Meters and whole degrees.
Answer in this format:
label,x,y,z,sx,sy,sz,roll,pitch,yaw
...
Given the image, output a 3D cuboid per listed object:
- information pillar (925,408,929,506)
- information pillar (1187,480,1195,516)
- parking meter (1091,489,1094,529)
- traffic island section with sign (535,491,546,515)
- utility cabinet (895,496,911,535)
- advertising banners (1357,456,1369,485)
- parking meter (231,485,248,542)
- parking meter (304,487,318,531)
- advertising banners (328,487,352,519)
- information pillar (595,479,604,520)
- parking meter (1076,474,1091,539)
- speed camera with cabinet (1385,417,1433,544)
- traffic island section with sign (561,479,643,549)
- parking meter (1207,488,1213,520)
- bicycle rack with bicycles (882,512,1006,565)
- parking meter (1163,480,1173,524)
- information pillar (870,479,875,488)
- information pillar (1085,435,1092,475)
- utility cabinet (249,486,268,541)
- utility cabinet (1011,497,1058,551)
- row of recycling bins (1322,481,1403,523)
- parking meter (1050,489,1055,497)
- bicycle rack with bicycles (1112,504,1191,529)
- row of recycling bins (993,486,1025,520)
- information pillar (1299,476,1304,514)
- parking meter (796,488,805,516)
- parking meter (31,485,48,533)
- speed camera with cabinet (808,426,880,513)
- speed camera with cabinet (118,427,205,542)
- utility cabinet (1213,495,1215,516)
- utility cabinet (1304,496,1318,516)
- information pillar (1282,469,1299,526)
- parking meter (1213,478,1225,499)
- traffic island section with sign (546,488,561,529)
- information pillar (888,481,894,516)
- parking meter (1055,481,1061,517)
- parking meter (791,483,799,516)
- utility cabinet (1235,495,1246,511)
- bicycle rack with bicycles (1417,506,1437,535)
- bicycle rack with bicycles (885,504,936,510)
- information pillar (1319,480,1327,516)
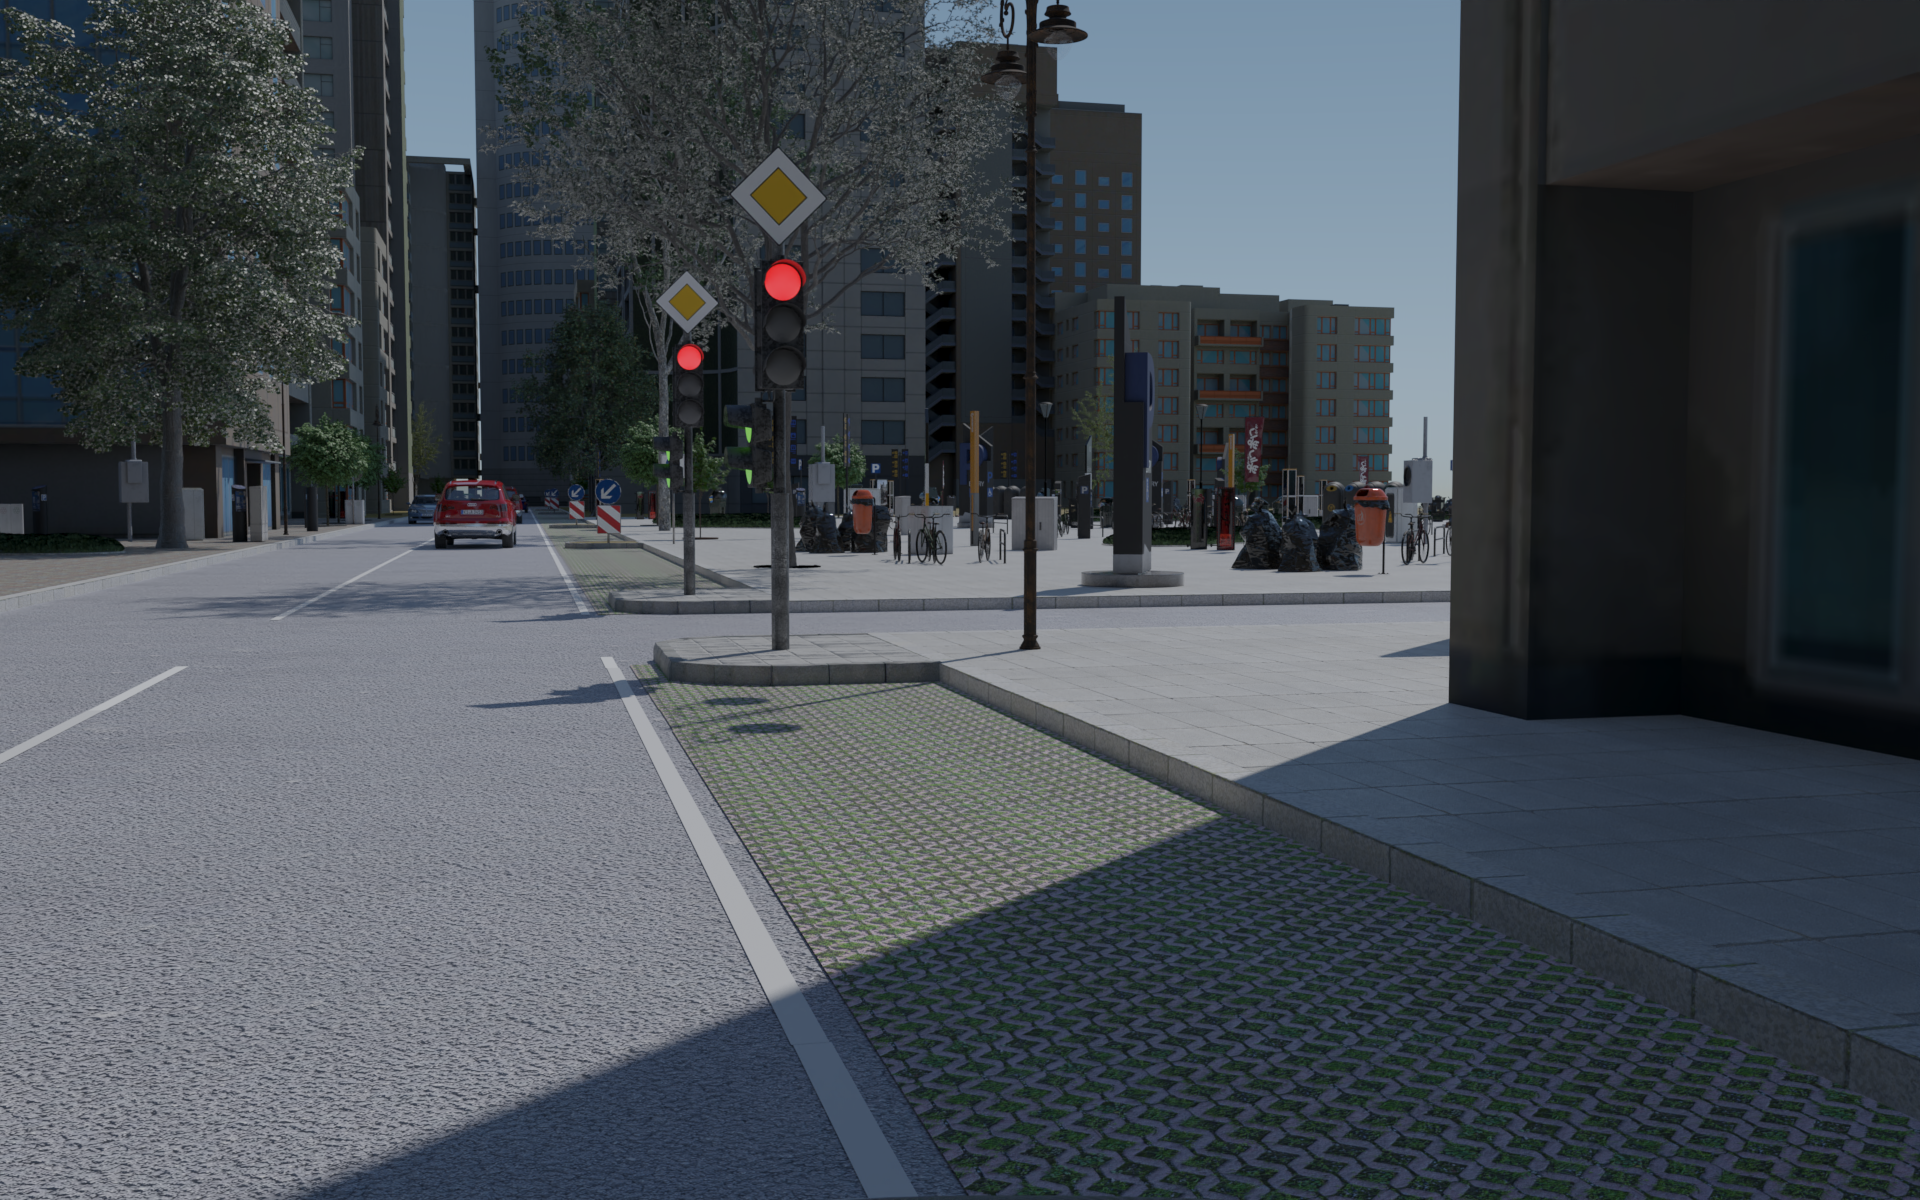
label,x,y,z,sx,sy,sz,roll,pitch,yaw
information pillar,-0.905,-3.416,47.211,0.183,3.616,0.504,0,4,-4
information pillar,11.754,-5.115,88.121,0.304,2.012,0.304,-1,4,-15
parking meter,4.684,-3.352,63.212,0.372,1.533,0.369,0,3,0
traffic island section with sign,-28.526,-6.888,121.253,1.989,1.847,2.006,-1,4,-14
utility cabinet,-1.805,-2.636,54.263,0.306,1.237,1.020,-1,4,-14
advertising banners,19.252,-5.094,79.473,2.074,3.025,0.090,0,4,1
parking meter,-19.272,-2.319,46.321,0.372,1.533,0.369,0,3,0
parking meter,-24.523,-3.479,65.287,0.372,1.533,0.369,0,3,0
advertising banners,-32.096,-5.734,89.933,2.074,3.025,0.090,2,4,27
information pillar,-17.875,-4.985,85.989,0.304,2.012,0.304,2,4,32
parking meter,3.544,-2.692,49.729,0.399,1.863,0.255,0,4,-2
speed camera with cabinet,11.647,-3.099,45.005,0.660,3.252,2.038,0,4,-5
traffic island section with sign,-9.461,-2.280,45.901,1.989,1.847,2.006,-1,4,-14
parking meter,13.739,-5.353,95.934,0.372,1.533,0.369,0,3,0
bicycle rack with bicycles,-0.203,-1.177,32.631,2.852,0.926,2.925,0,4,0
parking meter,8.784,-4.124,73.131,0.399,1.863,0.255,2,4,32
information pillar,-4.318,-5.051,87.071,0.304,2.012,0.304,-2,4,-28
information pillar,5.097,-4.735,68.772,0.183,3.616,0.504,2,4,27
utility cabinet,-18.940,-2.328,46.747,0.318,1.500,1.173,-1,4,-15
utility cabinet,1.698,-1.738,39.580,1.020,1.237,0.306,1,4,21
row of recycling bins,13.436,-3.085,57.548,1.069,1.692,3.534,-2,4,-33
parking meter,4.804,-4.944,89.241,0.372,1.533,0.369,0,3,0
bicycle rack with bicycles,6.778,-3.025,62.845,2.852,0.926,2.925,-2,4,-30
row of recycling bins,2.430,-4.938,87.846,1.069,1.692,3.534,-3,5,-43
information pillar,13.671,-4.000,69.898,0.304,2.012,0.304,-2,4,-26
parking meter,-6.424,-3.759,69.876,0.372,1.533,0.369,0,3,0
parking meter,-25.084,-2.374,47.222,0.372,1.533,0.369,0,3,0
speed camera with cabinet,-3.385,-3.451,50.764,2.038,3.252,0.660,-1,4,-18
speed camera with cabinet,-21.811,-3.239,47.287,2.038,3.252,0.660,-2,4,-32
utility cabinet,12.983,-4.722,88.368,1.020,1.237,0.306,0,4,5
utility cabinet,14.505,-3.767,72.744,1.020,1.237,0.306,1,4,18
information pillar,9.640,-2.826,50.704,0.304,2.012,0.304,-1,4,-20
parking meter,9.433,-3.500,62.935,0.255,1.863,0.399,-1,4,-16
traffic island section with sign,-16.155,-3.898,72.362,1.989,1.847,2.006,-1,4,-14
information pillar,-3.909,-5.625,96.468,0.304,2.012,0.304,3,5,40
parking meter,4.400,-4.408,77.777,0.255,1.863,0.399,1,4,10
parking meter,-8.457,-5.080,88.775,0.399,1.863,0.255,0,4,6
utility cabinet,16.222,-5.486,100.862,0.306,1.237,1.020,-2,4,-33
bicycle rack with bicycles,13.830,-2.506,54.359,2.852,0.926,2.925,3,4,37
bicycle rack with bicycles,-2.012,-3.000,62.431,2.852,0.926,2.925,1,4,17
information pillar,18.750,-5.196,89.441,0.304,2.012,0.304,-1,4,-9
